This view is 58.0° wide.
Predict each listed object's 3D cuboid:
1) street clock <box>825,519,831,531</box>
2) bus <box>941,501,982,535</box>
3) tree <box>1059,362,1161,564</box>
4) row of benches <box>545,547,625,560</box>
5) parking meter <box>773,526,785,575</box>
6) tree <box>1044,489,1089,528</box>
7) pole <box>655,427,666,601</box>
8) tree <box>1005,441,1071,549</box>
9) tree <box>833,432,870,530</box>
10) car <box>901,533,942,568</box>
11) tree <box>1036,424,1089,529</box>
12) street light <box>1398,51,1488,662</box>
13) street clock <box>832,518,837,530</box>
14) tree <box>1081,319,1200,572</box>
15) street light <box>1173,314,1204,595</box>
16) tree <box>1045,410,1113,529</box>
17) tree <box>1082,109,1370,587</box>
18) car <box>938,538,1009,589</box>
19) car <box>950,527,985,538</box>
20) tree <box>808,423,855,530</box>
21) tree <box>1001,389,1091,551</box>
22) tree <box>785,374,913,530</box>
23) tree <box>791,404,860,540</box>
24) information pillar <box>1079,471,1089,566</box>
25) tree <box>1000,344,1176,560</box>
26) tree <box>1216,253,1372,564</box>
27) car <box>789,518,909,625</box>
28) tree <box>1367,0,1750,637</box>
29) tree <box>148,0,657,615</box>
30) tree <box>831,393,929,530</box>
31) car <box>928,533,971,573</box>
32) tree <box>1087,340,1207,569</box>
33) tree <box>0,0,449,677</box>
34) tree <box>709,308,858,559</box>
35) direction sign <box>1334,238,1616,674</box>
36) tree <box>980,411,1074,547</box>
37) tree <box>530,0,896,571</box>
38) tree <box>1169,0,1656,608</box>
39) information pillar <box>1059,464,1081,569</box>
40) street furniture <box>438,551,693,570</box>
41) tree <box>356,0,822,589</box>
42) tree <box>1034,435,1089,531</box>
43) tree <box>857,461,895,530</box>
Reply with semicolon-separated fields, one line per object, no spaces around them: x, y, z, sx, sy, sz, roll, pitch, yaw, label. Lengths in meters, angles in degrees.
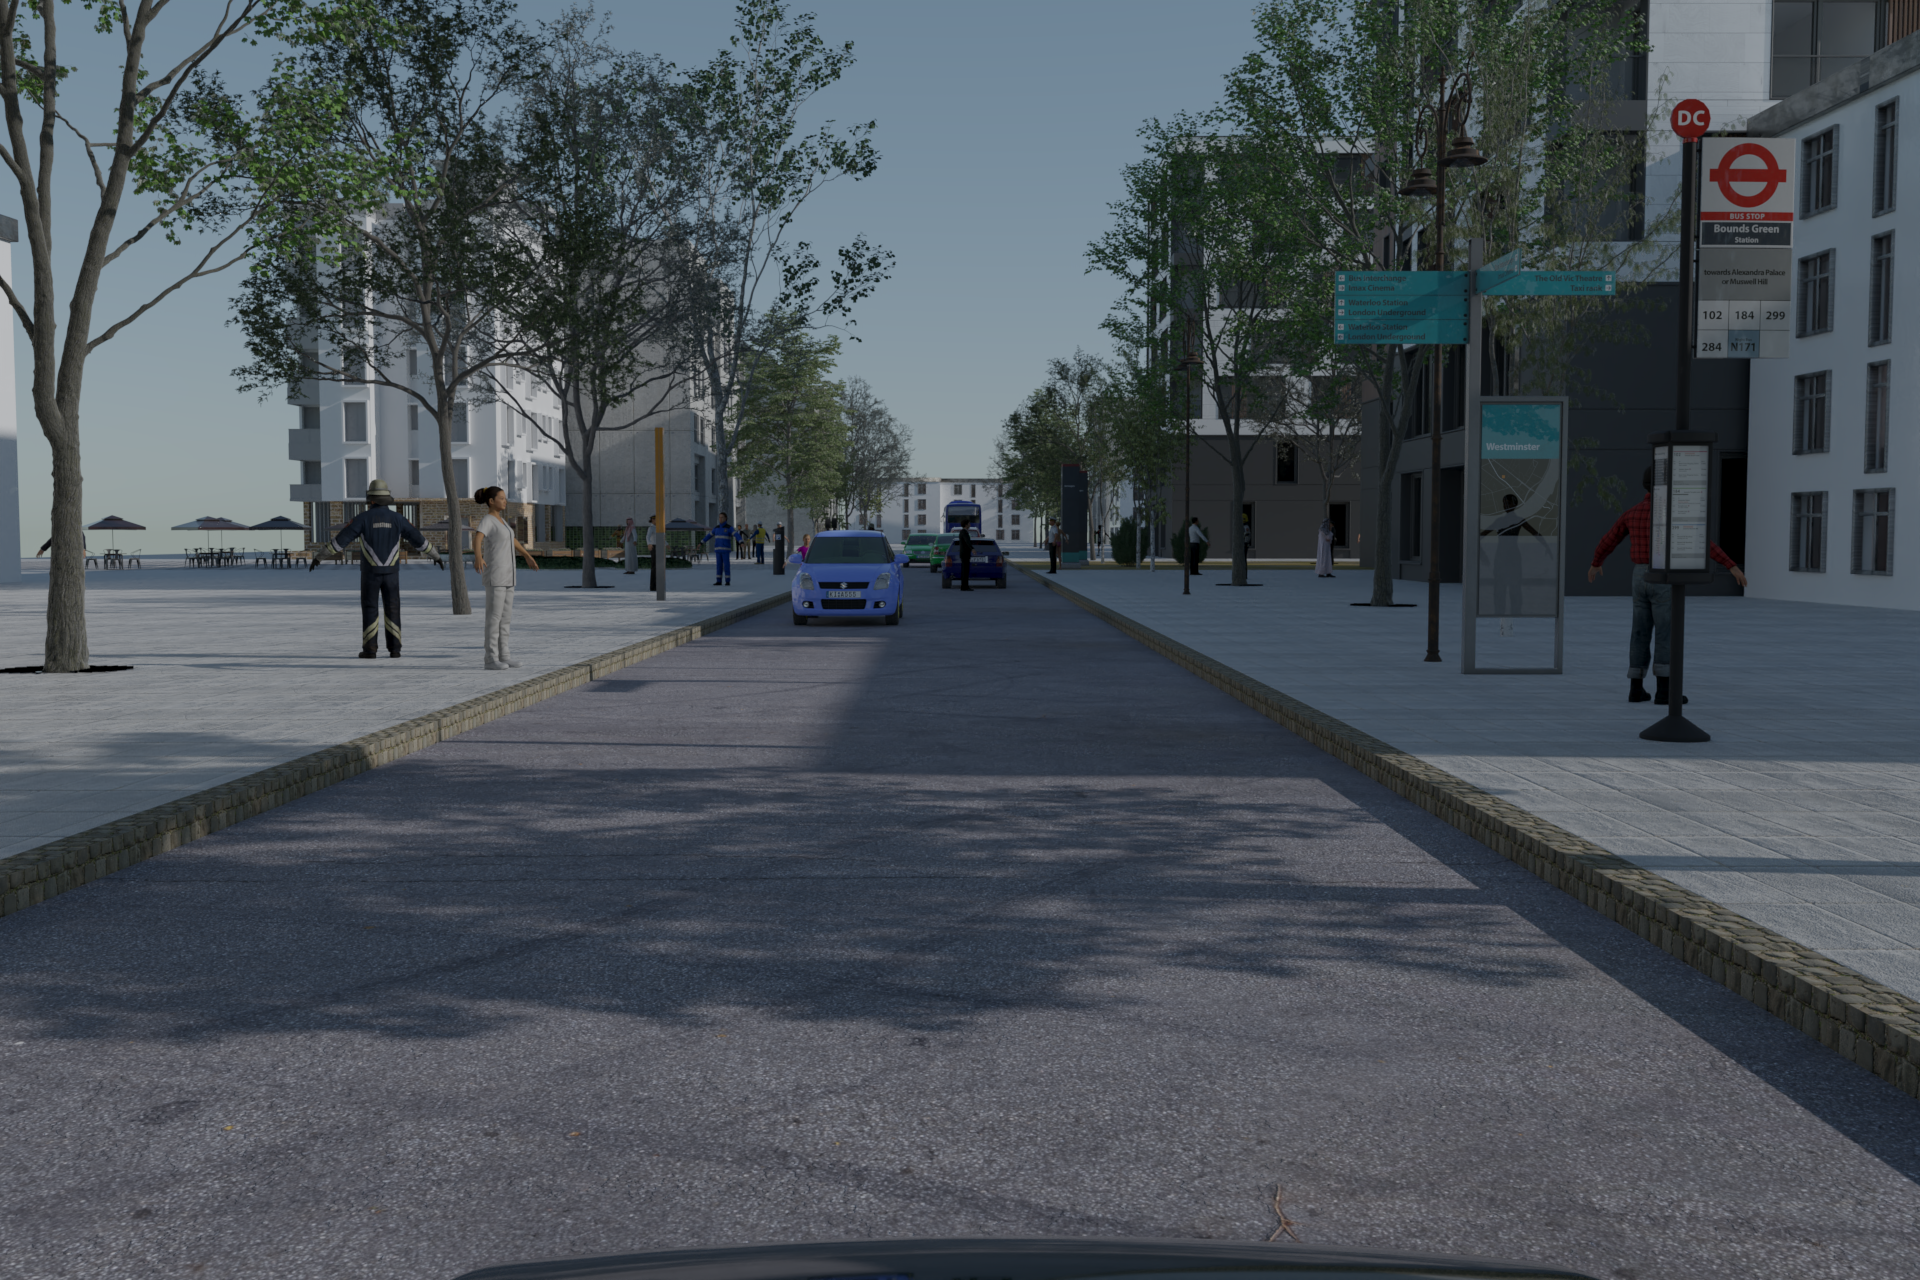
-6.178;-4.684;81.155;0.358;2.002;0.471;0;4;1;street clock
0.102;-8.292;127.124;2.896;3.916;12.251;0;4;-1;bus
5.999;-7.634;75.178;4.360;8.622;3.978;0;3;0;tree
-16.973;-3.893;79.107;4.104;0.672;1.422;-3;5;-44;row of benches
-5.707;-2.822;54.558;0.372;1.533;0.369;0;3;0;parking meter
16.248;-20.736;257.164;7.486;12.596;7.792;0;3;0;tree
-5.750;-2.409;33.227;0.158;3.312;0.155;0;3;0;pole
7.444;-13.364;152.906;7.601;10.594;8.767;-2;4;-32;tree
-8.765;-10.499;122.026;4.360;8.622;3.978;0;3;0;tree
-1.583;-4.065;75.258;1.959;1.807;4.718;0;4;-1;car
6.832;-10.057;114.790;4.737;8.622;4.395;0;3;0;tree
4.764;-2.720;17.268;0.468;5.910;1.993;0;4;-1;street light
-5.610;-4.453;77.370;0.358;2.002;0.471;0;4;-1;street clock
6.349;-6.616;58.538;4.737;8.622;4.395;0;3;0;tree
4.814;-3.904;36.617;0.468;5.910;1.993;0;4;0;street light
6.380;-9.132;99.675;4.360;8.622;3.978;0;3;0;tree
6.817;-7.152;42.692;9.928;11.665;9.643;0;3;0;tree
0.374;-2.099;46.892;1.945;1.354;3.894;0;3;0;car
0.262;-5.299;95.319;2.281;1.827;5.304;0;4;-1;car
-8.274;-9.607;107.438;4.737;8.622;4.395;0;3;0;tree
6.819;-13.254;134.836;7.486;12.596;7.792;0;3;0;tree
-8.537;-13.565;132.159;12.009;13.543;11.850;0;3;0;tree
-8.052;-9.004;97.572;4.737;8.622;4.395;0;3;0;tree
4.890;-4.986;70.897;0.750;3.857;0.750;0;4;0;information pillar
6.454;-9.195;84.756;8.767;10.594;7.601;-1;4;-13;tree
15.676;-9.988;73.670;12.009;13.543;11.850;0;3;0;tree
-1.797;-1.149;28.372;1.945;1.707;3.694;0;4;0;car
6.762;-4.362;21.677;4.360;8.622;3.978;0;3;0;tree
-8.280;-5.682;27.311;7.601;10.594;8.767;0;4;1;tree
-8.336;-14.697;150.669;12.009;13.543;11.850;0;3;0;tree
-0.233;-3.466;65.470;1.959;1.807;4.718;0;4;0;car
6.882;-6.962;64.199;4.737;8.622;4.395;0;3;0;tree
-8.222;-5.501;15.691;9.928;11.665;9.643;0;3;0;tree
-8.832;-10.386;87.932;7.486;12.596;7.792;0;3;0;tree
4.653;-1.617;15.195;2.525;3.948;1.411;0;4;0;direction sign
7.257;-15.677;166.681;12.009;13.543;11.850;0;3;0;tree
-7.991;-12.340;57.654;12.611;20.169;13.585;0;3;0;tree
7.673;-6.399;30.384;9.928;11.665;9.643;0;3;0;tree
4.086;-4.576;64.201;0.750;3.857;0.750;0;4;-1;information pillar
-15.062;-3.010;64.847;10.072;0.657;5.734;3;4;39;street furniture
-8.883;-7.970;40.675;12.009;13.543;11.850;0;3;0;tree
7.305;-10.618;123.969;4.737;8.622;4.395;0;3;0;tree
-8.588;-13.206;166.272;4.737;8.622;4.395;0;3;0;tree
